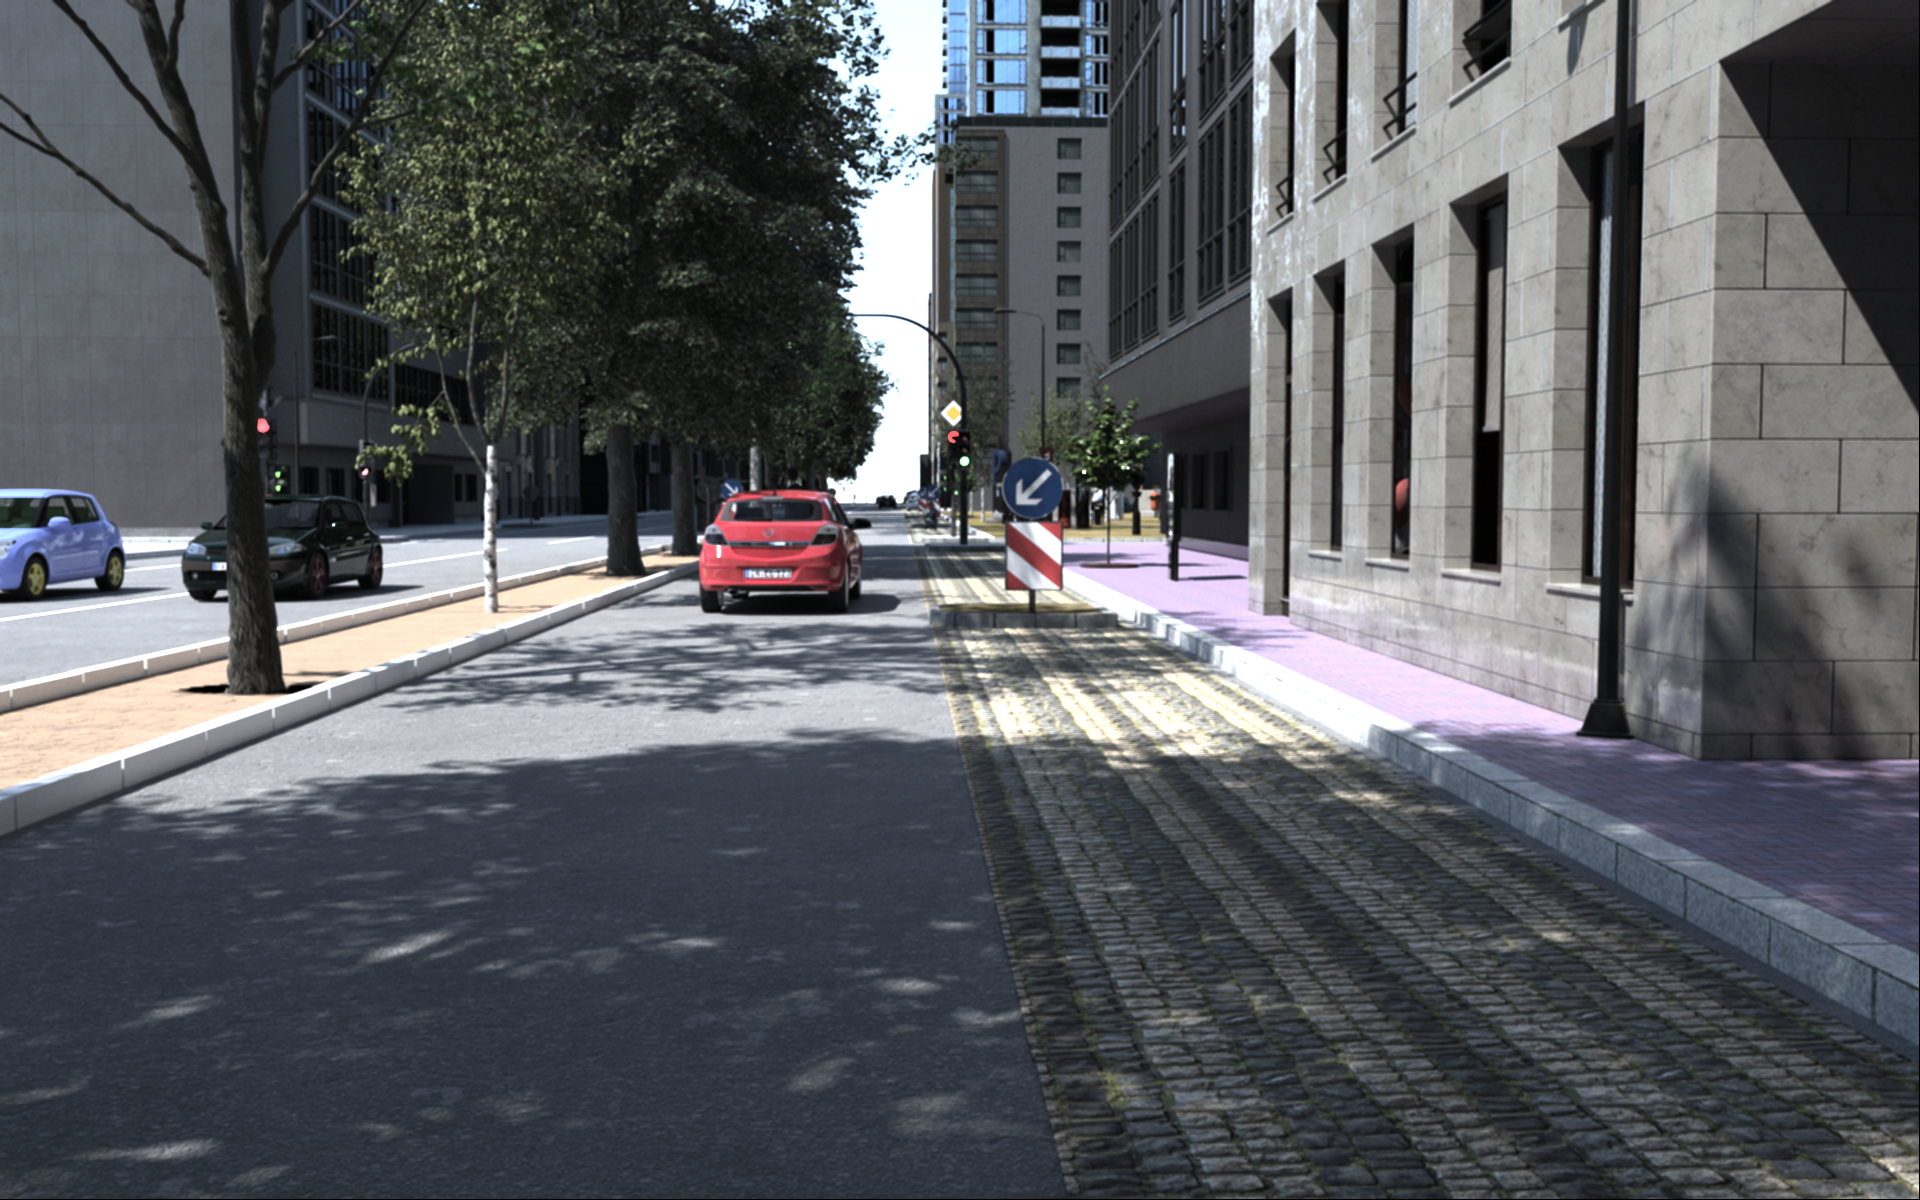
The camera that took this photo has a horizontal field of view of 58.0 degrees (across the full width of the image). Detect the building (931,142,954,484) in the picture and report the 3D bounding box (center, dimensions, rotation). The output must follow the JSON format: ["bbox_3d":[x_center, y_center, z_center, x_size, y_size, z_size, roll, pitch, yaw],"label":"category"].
[{"bbox_3d":[3.964,-34.794,218.987,14.600,45.320,14.200,0,4,-2],"label":"building"}]

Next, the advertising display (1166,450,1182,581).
[{"bbox_3d":[3.193,-1.264,25.888,0.123,1.923,0.974,0,4,1],"label":"advertising display"}]

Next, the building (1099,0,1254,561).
[{"bbox_3d":[10.924,-14.525,30.991,14.314,27.812,24.014,0,4,-2],"label":"building"}]

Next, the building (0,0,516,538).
[{"bbox_3d":[-27.157,-15.045,65.044,14.314,24.678,30.058,0,4,-2],"label":"building"}]

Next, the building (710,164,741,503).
[{"bbox_3d":[-31.854,-30.957,189.736,14.154,41.232,14.086,0,4,-2],"label":"building"}]

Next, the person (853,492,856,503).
[{"bbox_3d":[-16.451,-16.068,271.740,0.617,1.759,0.750,-3,5,-40],"label":"person"}]

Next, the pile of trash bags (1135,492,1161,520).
[{"bbox_3d":[10.934,-4.810,88.389,3.447,1.369,1.912,-3,5,-42],"label":"pile of trash bags"}]

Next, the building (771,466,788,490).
[{"bbox_3d":[-34.881,-30.806,275.379,14.160,30.474,14.107,0,4,-2],"label":"building"}]

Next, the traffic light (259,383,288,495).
[{"bbox_3d":[-17.279,-3.324,43.262,0.839,4.253,0.868,0,4,-2],"label":"traffic light"}]

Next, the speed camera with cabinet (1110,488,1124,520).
[{"bbox_3d":[7.763,-5.648,86.682,0.660,3.252,2.038,1,4,15],"label":"speed camera with cabinet"}]

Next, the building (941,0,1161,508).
[{"bbox_3d":[9.476,-51.636,156.921,22.319,86.520,31.000,0,4,-2],"label":"building"}]

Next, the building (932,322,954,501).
[{"bbox_3d":[11.057,-21.062,189.403,27.650,21.520,28.899,0,4,-2],"label":"building"}]

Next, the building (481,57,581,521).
[{"bbox_3d":[-28.477,-18.107,93.305,12.463,27.353,25.104,0,4,-2],"label":"building"}]

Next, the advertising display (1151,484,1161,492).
[{"bbox_3d":[12.623,-6.476,111.092,0.123,1.923,0.974,-2,4,-32],"label":"advertising display"}]

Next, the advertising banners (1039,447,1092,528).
[{"bbox_3d":[3.941,-4.198,64.829,2.074,3.025,0.090,-1,4,-14],"label":"advertising banners"}]

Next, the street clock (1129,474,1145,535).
[{"bbox_3d":[5.550,-3.049,54.428,0.358,2.002,0.471,-3,5,-39],"label":"street clock"}]

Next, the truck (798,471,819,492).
[{"bbox_3d":[-14.786,-11.400,175.308,2.839,4.237,11.283,0,4,-3],"label":"truck"}]

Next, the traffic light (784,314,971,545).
[{"bbox_3d":[-2.017,-4.221,43.675,4.771,5.953,1.251,0,4,-2],"label":"traffic light"}]

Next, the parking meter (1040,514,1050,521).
[{"bbox_3d":[2.747,-3.072,55.938,0.255,1.863,0.399,0,4,-5],"label":"parking meter"}]

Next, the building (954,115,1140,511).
[{"bbox_3d":[6.466,-22.281,136.000,14.160,30.474,14.107,0,4,-2],"label":"building"}]

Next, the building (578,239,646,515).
[{"bbox_3d":[-28.171,-17.409,114.320,12.332,23.373,15.834,0,4,-2],"label":"building"}]

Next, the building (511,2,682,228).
[{"bbox_3d":[-31.275,-30.366,146.591,14.600,45.320,14.200,0,4,-2],"label":"building"}]

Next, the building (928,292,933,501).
[{"bbox_3d":[2.380,-29.121,247.823,14.160,30.474,14.107,0,4,-2],"label":"building"}]

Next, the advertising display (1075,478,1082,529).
[{"bbox_3d":[4.393,-3.594,63.982,0.123,1.923,0.974,1,4,12],"label":"advertising display"}]

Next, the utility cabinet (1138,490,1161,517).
[{"bbox_3d":[10.242,-5.237,94.311,0.318,1.500,1.173,-3,5,-41],"label":"utility cabinet"}]

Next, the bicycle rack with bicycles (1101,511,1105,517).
[{"bbox_3d":[7.032,-4.986,94.900,2.852,0.926,2.925,-2,4,-35],"label":"bicycle rack with bicycles"}]

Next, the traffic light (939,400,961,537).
[{"bbox_3d":[-0.212,-3.850,51.870,0.839,4.253,0.868,0,4,-2],"label":"traffic light"}]

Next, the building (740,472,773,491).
[{"bbox_3d":[-36.874,-34.827,224.045,22.147,44.769,28.867,0,4,-2],"label":"building"}]

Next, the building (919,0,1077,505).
[{"bbox_3d":[4.931,-58.521,269.485,22.319,86.520,31.000,0,4,-2],"label":"building"}]

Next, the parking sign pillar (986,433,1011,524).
[{"bbox_3d":[1.844,-5.350,75.946,1.447,3.967,1.447,-1,4,-18],"label":"parking sign pillar"}]

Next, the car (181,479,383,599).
[{"bbox_3d":[-9.627,-0.919,24.806,2.009,1.686,4.222,0,4,-2],"label":"car"}]

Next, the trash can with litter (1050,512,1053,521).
[{"bbox_3d":[3.587,-3.409,67.120,1.055,1.170,0.624,0,4,-3],"label":"trash can with litter"}]

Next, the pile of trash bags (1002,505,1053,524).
[{"bbox_3d":[3.536,-3.901,73.539,3.447,1.369,1.912,0,4,-6],"label":"pile of trash bags"}]

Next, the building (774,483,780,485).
[{"bbox_3d":[-38.031,-36.611,253.212,22.147,44.769,28.867,0,4,-2],"label":"building"}]

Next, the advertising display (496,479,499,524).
[{"bbox_3d":[-19.798,-4.190,73.716,0.123,1.923,0.974,0,4,-1],"label":"advertising display"}]

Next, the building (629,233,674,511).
[{"bbox_3d":[-29.662,-22.096,132.965,14.160,30.474,14.107,0,4,-2],"label":"building"}]

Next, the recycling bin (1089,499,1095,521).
[{"bbox_3d":[6.146,-4.320,83.188,0.722,1.027,0.722,1,4,13],"label":"recycling bin"}]

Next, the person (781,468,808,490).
[{"bbox_3d":[-2.998,-1.434,31.308,0.474,1.900,0.648,2,4,28],"label":"person"}]

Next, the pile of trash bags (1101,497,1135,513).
[{"bbox_3d":[9.638,-6.513,116.236,3.447,1.369,1.912,-1,4,-10],"label":"pile of trash bags"}]

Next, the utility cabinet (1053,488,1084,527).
[{"bbox_3d":[4.113,-3.494,65.799,1.173,1.500,0.318,0,4,2],"label":"utility cabinet"}]

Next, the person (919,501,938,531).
[{"bbox_3d":[-1.202,-3.276,67.564,0.738,1.151,1.012,0,4,-4],"label":"person"}]

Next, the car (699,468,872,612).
[{"bbox_3d":[-2.247,-0.820,22.448,2.155,1.783,4.494,0,3,0],"label":"car"}]

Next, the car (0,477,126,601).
[{"bbox_3d":[-13.263,-0.899,24.289,1.945,1.707,3.694,0,4,-2],"label":"car"}]

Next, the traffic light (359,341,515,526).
[{"bbox_3d":[-15.474,-4.690,51.351,4.771,5.953,1.251,0,4,-2],"label":"traffic light"}]

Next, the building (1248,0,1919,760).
[{"bbox_3d":[8.662,-9.512,10.275,10.420,20.320,16.860,0,4,-2],"label":"building"}]

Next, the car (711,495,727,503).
[{"bbox_3d":[-10.365,-4.011,77.577,2.014,1.417,4.499,0,4,-1],"label":"car"}]

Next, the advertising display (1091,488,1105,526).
[{"bbox_3d":[5.656,-4.025,71.021,0.123,1.923,0.974,-2,4,-26],"label":"advertising display"}]
